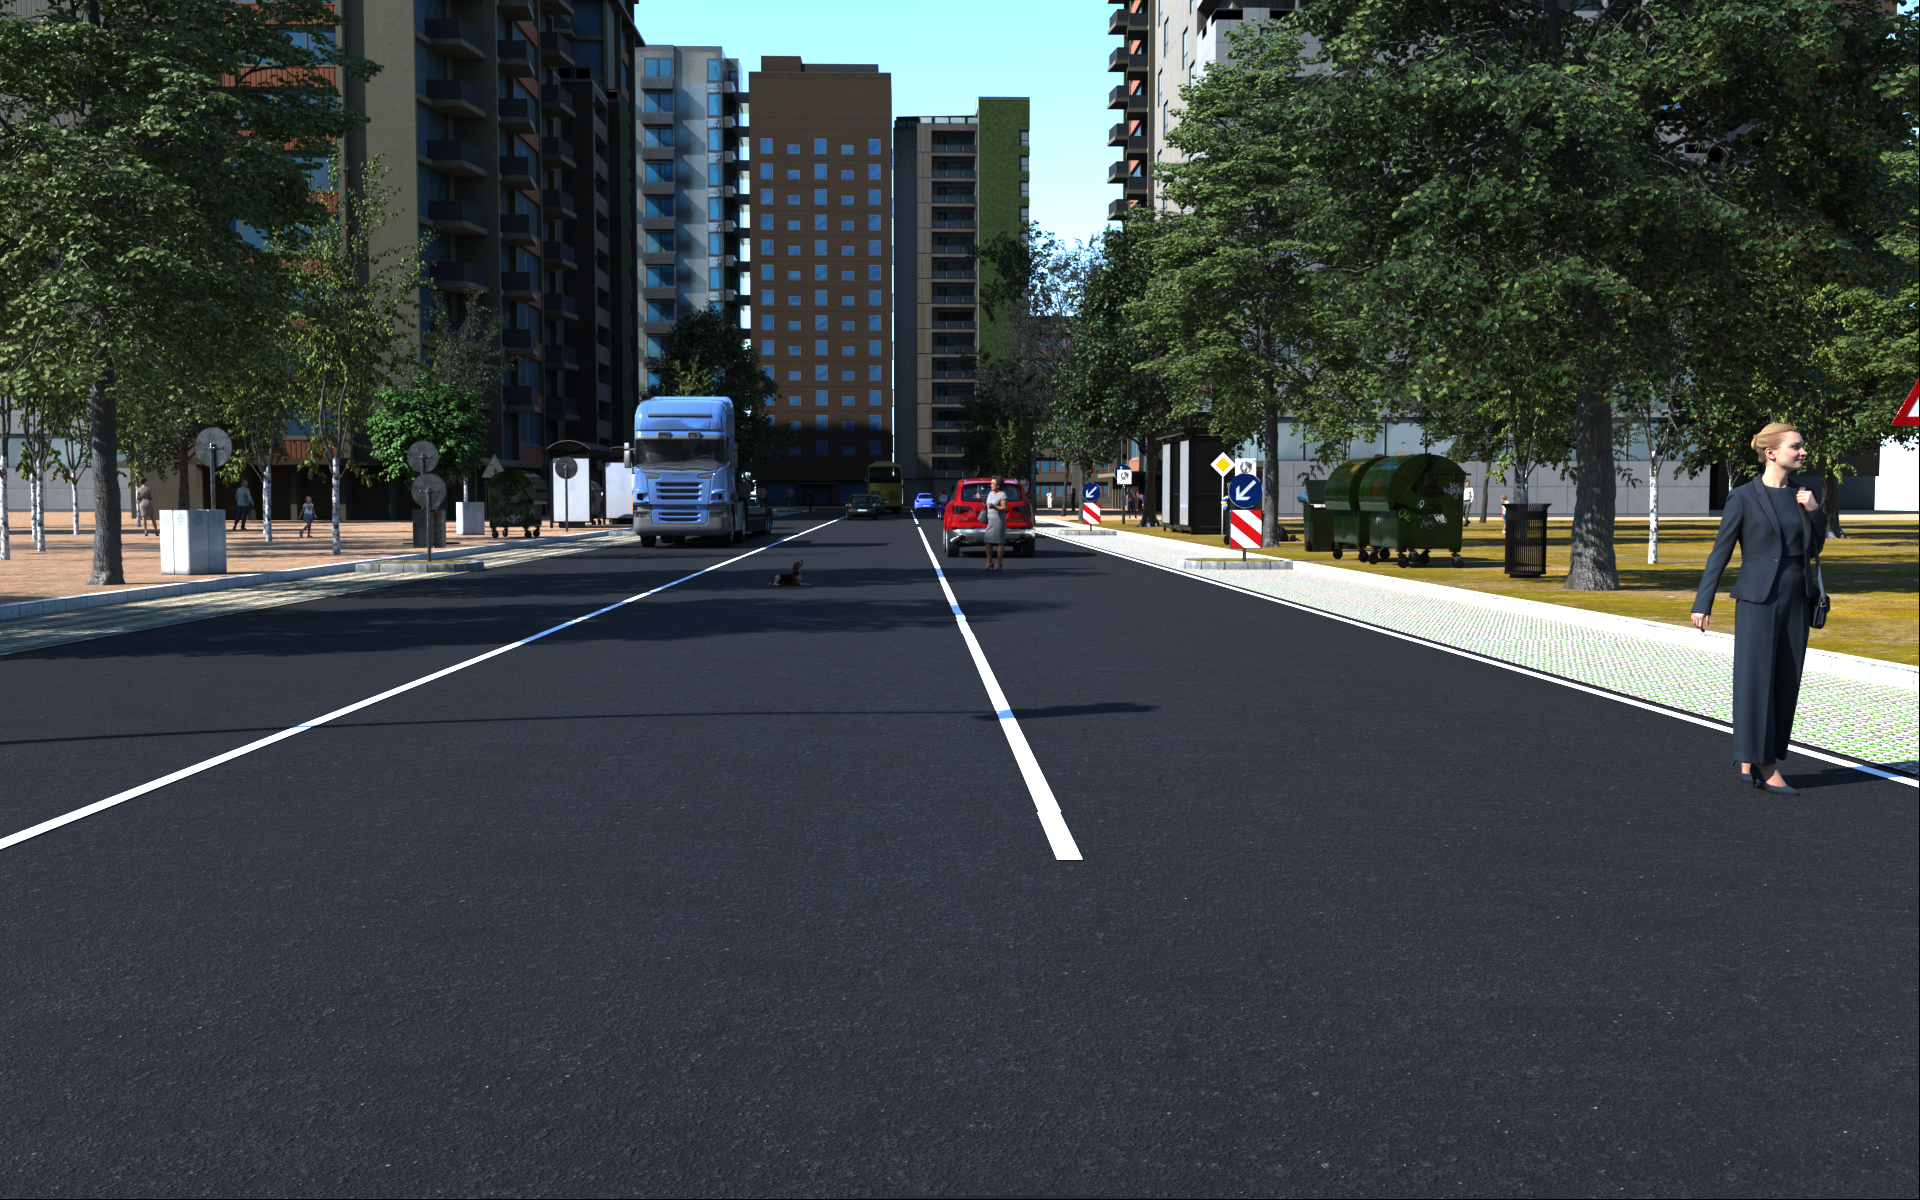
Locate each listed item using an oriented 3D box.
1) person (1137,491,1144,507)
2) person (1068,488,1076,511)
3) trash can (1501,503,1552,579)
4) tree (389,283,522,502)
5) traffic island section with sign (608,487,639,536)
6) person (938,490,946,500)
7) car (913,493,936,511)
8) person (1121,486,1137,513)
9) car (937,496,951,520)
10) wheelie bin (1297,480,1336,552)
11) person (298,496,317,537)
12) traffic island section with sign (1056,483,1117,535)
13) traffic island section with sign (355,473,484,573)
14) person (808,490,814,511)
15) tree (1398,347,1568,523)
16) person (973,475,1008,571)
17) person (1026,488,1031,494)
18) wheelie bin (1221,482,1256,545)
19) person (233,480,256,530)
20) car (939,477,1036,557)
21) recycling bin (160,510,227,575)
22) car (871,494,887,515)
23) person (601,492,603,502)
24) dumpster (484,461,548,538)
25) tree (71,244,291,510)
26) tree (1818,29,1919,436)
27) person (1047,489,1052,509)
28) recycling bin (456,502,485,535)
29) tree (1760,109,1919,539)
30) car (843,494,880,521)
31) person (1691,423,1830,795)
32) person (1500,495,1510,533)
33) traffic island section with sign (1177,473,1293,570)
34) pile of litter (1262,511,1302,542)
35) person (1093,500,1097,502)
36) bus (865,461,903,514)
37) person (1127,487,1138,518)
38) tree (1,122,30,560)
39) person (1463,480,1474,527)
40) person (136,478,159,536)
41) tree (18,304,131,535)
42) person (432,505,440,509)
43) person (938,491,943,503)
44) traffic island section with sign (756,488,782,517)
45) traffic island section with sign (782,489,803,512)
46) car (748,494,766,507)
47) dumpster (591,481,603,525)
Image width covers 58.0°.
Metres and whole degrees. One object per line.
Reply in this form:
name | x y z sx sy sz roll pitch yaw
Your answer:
person | 10.298 -5.414 97.792 0.697 1.427 0.421 -1 4 -14
person | 8.532 -7.632 131.554 0.721 1.743 1.217 2 4 27
trash can | 8.653 -0.907 26.489 0.748 1.137 0.748 0 3 0
tree | -17.303 -6.682 59.608 4.360 8.622 3.978 0 3 0
traffic island section with sign | -10.893 -3.098 59.280 1.989 1.847 2.006 0 4 -2
person | -1.371 -8.034 140.383 0.721 1.766 1.217 -3 5 -43
car | -2.942 -8.259 144.630 1.945 1.707 3.694 0 4 -3
person | 11.780 -6.950 119.653 1.348 1.826 0.705 1 4 21
car | -0.304 -5.090 95.797 1.945 1.354 3.894 0 4 -3
wheelie bin | 7.991 -1.880 38.652 0.980 1.594 0.693 0 4 -3
person | -19.308 -2.462 51.305 0.382 1.210 0.505 2 4 27
traffic island section with sign | 4.394 -3.171 60.470 1.989 1.847 2.006 0 4 -2
traffic island section with sign | -10.012 -1.450 32.339 1.989 1.847 2.006 0 4 -2
person | -12.462 -8.327 145.166 0.721 1.766 1.217 1 4 13
tree | 23.279 -8.672 76.205 8.767 10.594 7.601 -1 4 -17
person | 0.550 -1.442 32.433 0.532 1.782 0.716 -3 5 -41
person | 4.984 -7.344 126.675 0.990 1.755 0.434 -3 4 -39
wheelie bin | 7.116 -2.194 43.782 0.980 1.594 0.693 -1 4 -19
person | -25.168 -3.328 60.946 0.782 1.767 0.515 1 4 17
car | 0.647 -1.973 40.926 2.281 1.827 5.304 0 4 -2
recycling bin | -12.278 -0.929 27.740 0.722 1.027 0.722 2 4 28
car | -6.039 -6.507 118.181 2.131 1.459 4.920 0 4 0
person | -18.057 -4.985 88.490 0.756 1.711 0.436 -1 4 -22
dumpster | -13.044 -2.960 50.892 1.502 2.255 1.985 0 4 -2
tree | -34.440 -9.774 76.816 9.611 12.733 9.660 0 3 0
tree | 20.862 -7.035 33.156 7.486 12.596 7.792 0 3 0
person | 7.639 -8.618 147.623 0.551 1.740 0.621 1 4 19
recycling bin | -15.336 -2.550 54.249 0.722 1.027 0.722 -2 4 -30
tree | 25.323 -8.148 50.222 9.611 12.733 9.660 0 3 0
car | -5.408 -5.230 95.301 2.009 1.686 4.222 0 4 -4
person | 3.883 0.032 8.405 0.576 1.772 0.534 -2 4 -30
person | 17.812 -2.800 56.500 0.352 1.250 0.332 1 4 11
traffic island section with sign | 5.270 -1.523 33.529 1.989 1.847 2.006 0 4 -2
pile of litter | 8.496 -2.036 47.259 1.176 0.858 1.719 -3 4 -38
person | 9.212 -6.864 119.207 0.436 1.711 0.756 3 4 36
bus | -5.676 -8.441 129.562 2.896 3.916 12.252 0 4 -3
person | 9.107 -5.132 91.428 0.593 1.643 0.415 -1 4 -14
tree | -18.806 -5.081 33.438 4.737 8.622 4.395 0 3 0
person | 19.985 -3.809 68.416 0.679 1.850 0.850 3 4 38
person | -24.782 -2.840 52.816 0.599 1.781 0.374 -1 4 -20
tree | -27.766 -6.344 54.088 4.360 8.622 3.978 0 3 0
person | -21.719 -4.003 71.470 0.580 1.828 0.573 3 4 36
person | -1.759 -9.141 158.755 0.445 1.727 0.742 0 4 2
traffic island section with sign | -12.524 -6.184 109.737 1.989 1.847 2.006 0 4 -2
traffic island section with sign | -13.397 -7.832 136.678 1.989 1.847 2.006 0 4 -2
car | -8.993 -3.789 71.735 2.009 1.686 4.222 0 4 -2
dumpster | -15.585 -4.039 71.800 1.264 1.857 1.865 0 4 -2
